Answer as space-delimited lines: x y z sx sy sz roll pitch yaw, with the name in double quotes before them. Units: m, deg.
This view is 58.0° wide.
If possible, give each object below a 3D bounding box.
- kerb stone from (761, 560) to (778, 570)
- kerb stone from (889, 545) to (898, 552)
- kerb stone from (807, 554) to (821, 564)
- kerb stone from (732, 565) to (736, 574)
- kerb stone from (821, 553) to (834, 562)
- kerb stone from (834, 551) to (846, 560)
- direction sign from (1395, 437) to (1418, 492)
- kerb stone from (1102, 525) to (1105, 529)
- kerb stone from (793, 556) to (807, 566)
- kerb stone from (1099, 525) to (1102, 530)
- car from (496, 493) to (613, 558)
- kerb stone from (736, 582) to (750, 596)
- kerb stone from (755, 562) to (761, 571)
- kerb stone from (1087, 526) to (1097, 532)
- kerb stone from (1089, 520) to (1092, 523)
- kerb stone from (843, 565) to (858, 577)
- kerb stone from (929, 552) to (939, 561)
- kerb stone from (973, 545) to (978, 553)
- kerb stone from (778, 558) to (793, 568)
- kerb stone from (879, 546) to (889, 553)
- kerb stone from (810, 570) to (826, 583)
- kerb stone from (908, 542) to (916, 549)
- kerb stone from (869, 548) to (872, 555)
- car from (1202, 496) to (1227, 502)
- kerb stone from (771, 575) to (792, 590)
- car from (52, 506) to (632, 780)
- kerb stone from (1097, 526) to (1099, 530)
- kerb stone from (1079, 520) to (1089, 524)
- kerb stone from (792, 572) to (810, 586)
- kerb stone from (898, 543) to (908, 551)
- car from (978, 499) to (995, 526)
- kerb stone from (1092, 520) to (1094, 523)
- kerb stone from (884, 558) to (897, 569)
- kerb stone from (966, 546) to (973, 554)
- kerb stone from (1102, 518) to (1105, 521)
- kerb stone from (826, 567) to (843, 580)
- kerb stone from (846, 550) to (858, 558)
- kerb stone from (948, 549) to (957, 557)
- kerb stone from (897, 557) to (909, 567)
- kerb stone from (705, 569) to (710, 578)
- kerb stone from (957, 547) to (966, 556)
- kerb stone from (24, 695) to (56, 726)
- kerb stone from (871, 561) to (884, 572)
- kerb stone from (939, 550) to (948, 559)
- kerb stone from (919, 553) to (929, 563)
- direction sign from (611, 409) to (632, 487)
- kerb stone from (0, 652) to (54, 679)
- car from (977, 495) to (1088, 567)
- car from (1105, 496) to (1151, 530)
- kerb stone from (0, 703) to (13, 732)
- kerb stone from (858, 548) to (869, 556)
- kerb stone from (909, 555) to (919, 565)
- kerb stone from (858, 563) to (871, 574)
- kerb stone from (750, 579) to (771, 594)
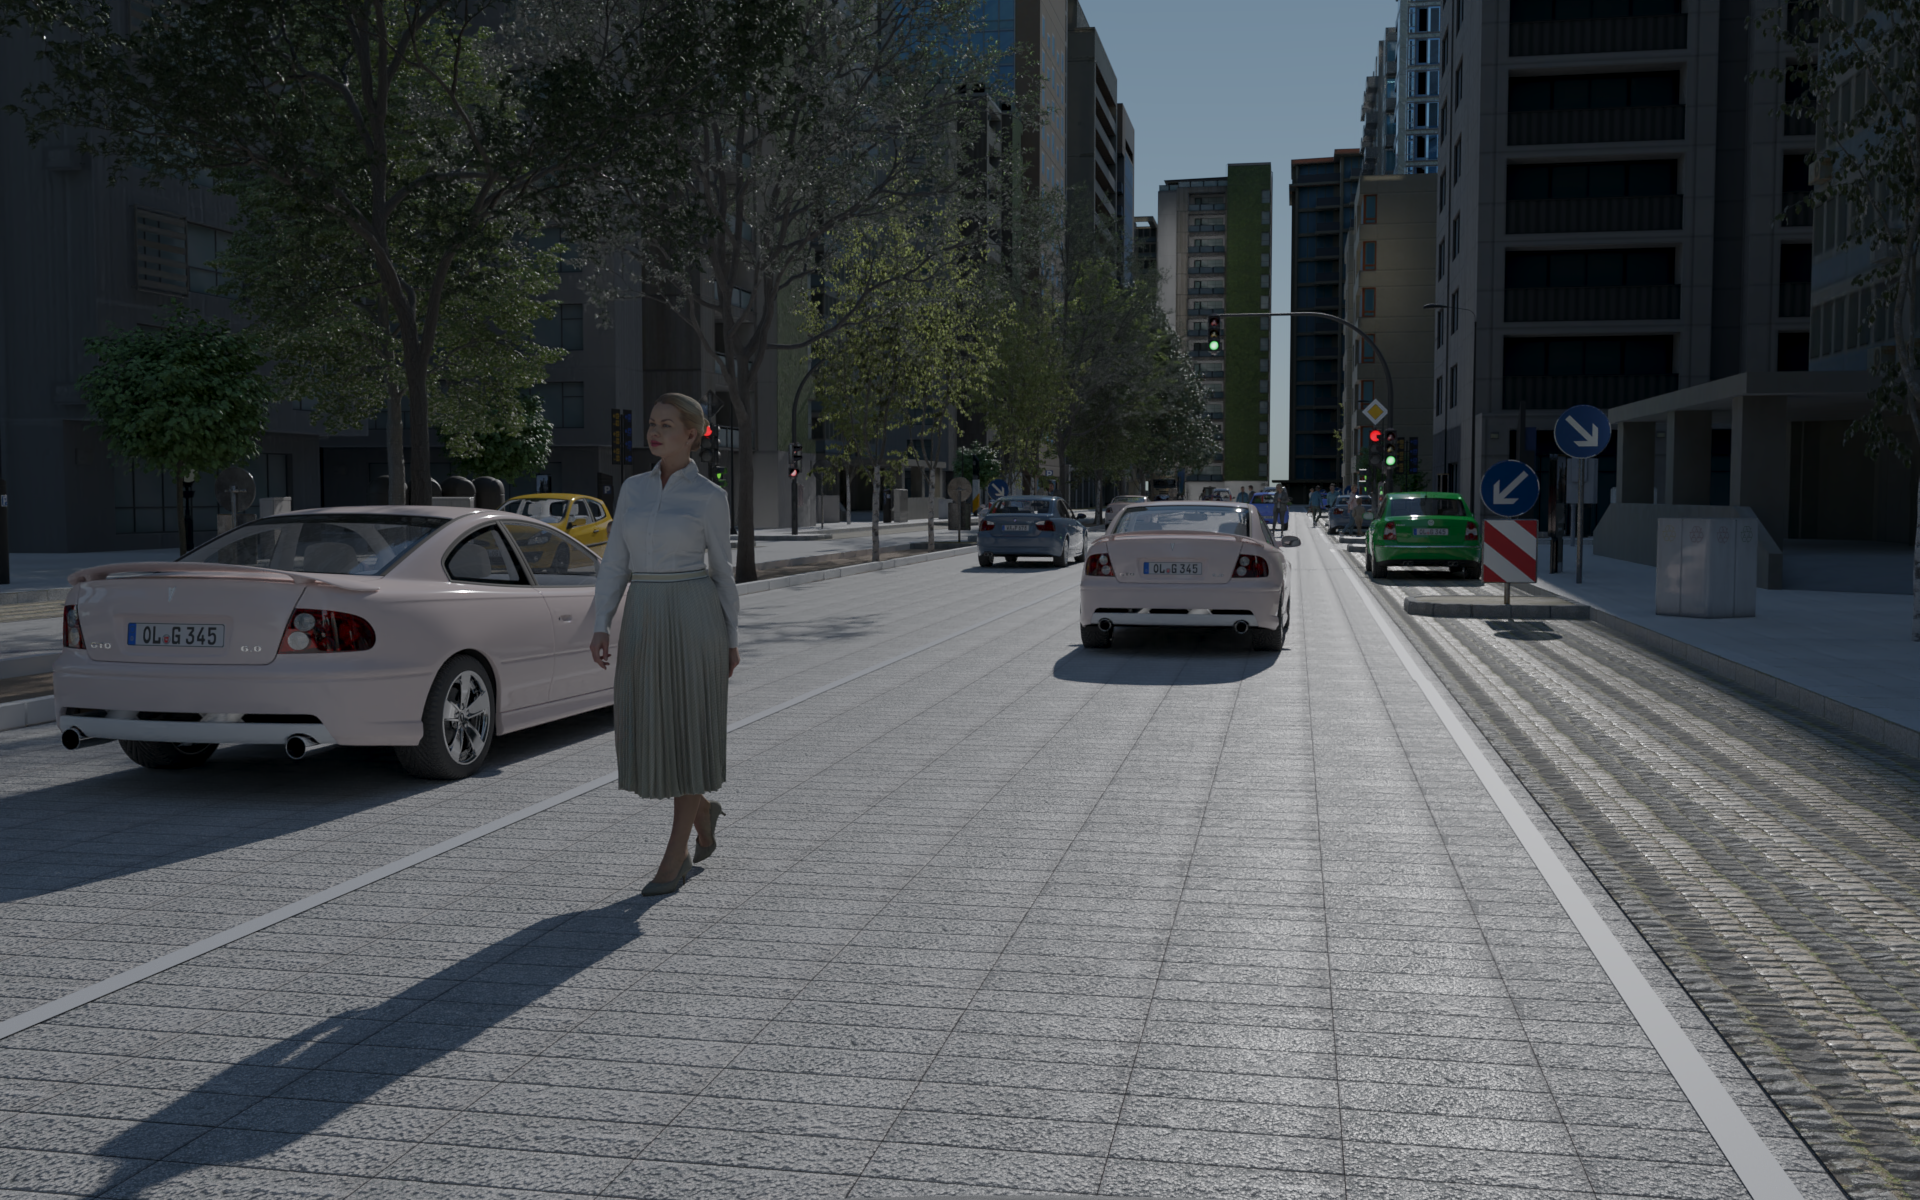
"kerb stone" -3.695 -0.643 32.715 0.120 0.150 1.000 1 4 11
"kerb stone" -1.757 -1.258 42.764 0.120 0.150 1.000 1 4 11
"kerb stone" -3.114 -0.828 35.735 0.120 0.150 1.000 1 4 11
"kerb stone" -4.086 -0.518 30.697 0.120 0.150 1.000 1 4 11
"kerb stone" -2.921 -0.890 36.739 0.120 0.150 1.000 1 4 11
"kerb stone" -2.727 -0.951 37.747 0.120 0.150 1.000 1 4 11
"direction sign" 17.718 -4.694 68.748 0.876 3.537 0.379 2 4 26
"kerb stone" 5.653 -2.929 70.091 0.120 0.150 1.000 1 4 11
"kerb stone" -3.308 -0.761 34.731 0.120 0.150 1.000 1 4 11
"kerb stone" 5.458 -2.865 69.081 0.120 0.150 1.000 1 4 11
"car" -7.334 -1.240 30.495 2.015 1.641 3.980 1 4 9
"kerb stone" -3.188 -0.127 24.268 0.120 0.150 1.000 1 4 11
"kerb stone" -3.893 -0.578 31.706 0.120 0.150 1.000 1 4 11
"kerb stone" 5.075 -2.745 67.073 0.120 0.150 1.000 1 4 11
"kerb stone" 6.121 -3.755 83.583 0.120 0.150 1.000 1 4 11
"kerb stone" -2.012 -0.496 30.304 0.120 0.150 1.000 1 4 11
"kerb stone" -0.658 -0.926 37.339 0.120 0.150 1.000 1 4 11
"kerb stone" 0.304 -1.232 42.358 0.120 0.150 1.000 1 4 11
"kerb stone" -3.504 -0.704 33.719 0.120 0.150 1.000 1 4 11
"kerb stone" -1.947 -1.197 41.760 0.120 0.150 1.000 1 4 11
"kerb stone" -2.421 -0.373 28.288 0.120 0.150 1.000 1 4 11
"kerb stone" -1.364 -1.381 44.777 0.120 0.150 1.000 1 4 11
"kerb stone" -2.137 -1.133 40.756 0.120 0.150 1.000 1 4 11
"car" 17.204 -6.442 117.912 1.945 1.354 3.894 1 4 9
"kerb stone" -2.795 -0.248 26.276 0.120 0.150 1.000 1 4 11
"car" -3.078 0.132 10.200 2.083 1.381 4.827 1 4 13
"kerb stone" 5.261 -2.802 68.078 0.120 0.150 1.000 1 4 11
"kerb stone" 5.925 -3.693 82.569 0.120 0.150 1.000 1 4 11
"kerb stone" -2.599 -0.311 27.281 0.120 0.150 1.000 1 4 11
"kerb stone" -1.555 -1.317 43.773 0.120 0.150 1.000 1 4 11
"car" 1.942 -3.569 70.718 2.083 1.381 4.827 1 4 10
"kerb stone" 6.307 -3.815 84.590 0.120 0.150 1.000 1 4 11
"kerb stone" -1.434 -0.669 33.318 0.120 0.150 1.000 1 4 11
"kerb stone" 0.108 -1.172 41.355 0.120 0.150 1.000 1 4 11
"kerb stone" 7.862 -4.309 92.643 0.120 0.150 1.000 1 4 11
"kerb stone" -2.217 -0.430 29.296 0.120 0.150 1.000 1 4 11
"kerb stone" -2.530 -1.009 38.750 0.120 0.150 1.000 1 4 11
"kerb stone" -0.280 -1.046 39.348 0.120 0.150 1.000 1 4 11
"kerb stone" -1.236 -0.742 34.320 0.120 0.150 1.000 1 4 11
"kerb stone" -4.282 -0.458 29.686 0.120 0.150 1.000 1 4 11
"kerb stone" -0.082 -1.110 40.351 0.120 0.150 1.000 1 4 11
"kerb stone" -5.711 0.674 11.173 0.120 0.150 1.000 1 4 11
"kerb stone" -1.637 -0.619 32.316 0.120 0.150 1.000 1 4 11
"kerb stone" -0.470 -0.988 38.344 0.120 0.150 1.000 1 4 11
"kerb stone" -0.858 -0.865 36.335 0.120 0.150 1.000 1 4 11
"direction sign" -9.022 -3.320 46.277 0.379 3.537 0.876 2 4 25
"kerb stone" -7.383 0.527 13.571 0.120 0.150 1.000 1 4 11
"car" 1.505 -1.421 35.235 2.014 1.417 4.499 1 4 12
"car" 6.893 -3.484 69.329 2.083 1.381 4.827 1 4 12
"kerb stone" -5.899 0.736 10.163 0.120 0.150 1.000 1 4 11
"kerb stone" -2.334 -1.074 39.753 0.120 0.150 1.000 1 4 11
"kerb stone" -1.052 -0.797 35.326 0.120 0.150 1.000 1 4 11
"kerb stone" -1.829 -0.558 31.312 0.120 0.150 1.000 1 4 11
"kerb stone" -2.994 -0.188 25.273 0.120 0.150 1.000 1 4 11
